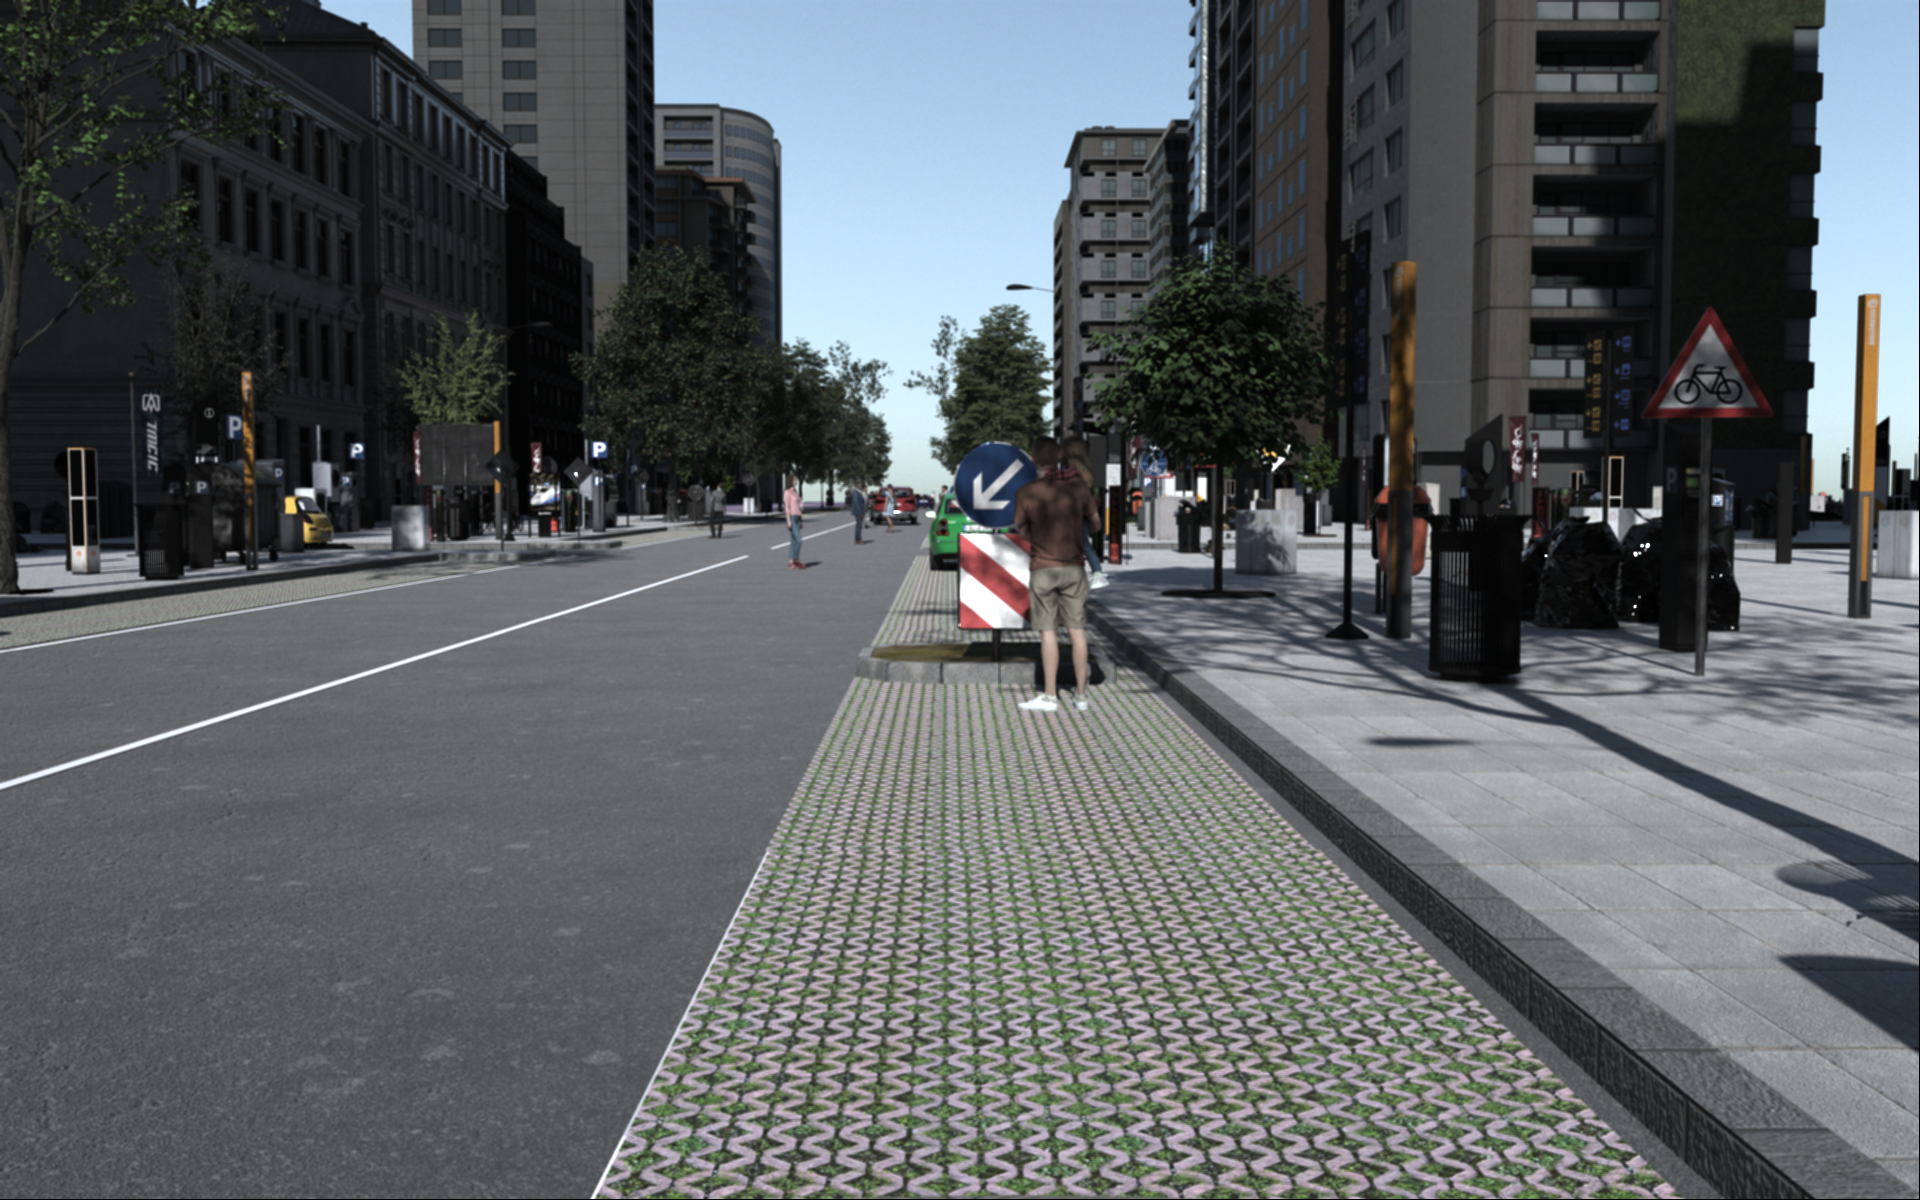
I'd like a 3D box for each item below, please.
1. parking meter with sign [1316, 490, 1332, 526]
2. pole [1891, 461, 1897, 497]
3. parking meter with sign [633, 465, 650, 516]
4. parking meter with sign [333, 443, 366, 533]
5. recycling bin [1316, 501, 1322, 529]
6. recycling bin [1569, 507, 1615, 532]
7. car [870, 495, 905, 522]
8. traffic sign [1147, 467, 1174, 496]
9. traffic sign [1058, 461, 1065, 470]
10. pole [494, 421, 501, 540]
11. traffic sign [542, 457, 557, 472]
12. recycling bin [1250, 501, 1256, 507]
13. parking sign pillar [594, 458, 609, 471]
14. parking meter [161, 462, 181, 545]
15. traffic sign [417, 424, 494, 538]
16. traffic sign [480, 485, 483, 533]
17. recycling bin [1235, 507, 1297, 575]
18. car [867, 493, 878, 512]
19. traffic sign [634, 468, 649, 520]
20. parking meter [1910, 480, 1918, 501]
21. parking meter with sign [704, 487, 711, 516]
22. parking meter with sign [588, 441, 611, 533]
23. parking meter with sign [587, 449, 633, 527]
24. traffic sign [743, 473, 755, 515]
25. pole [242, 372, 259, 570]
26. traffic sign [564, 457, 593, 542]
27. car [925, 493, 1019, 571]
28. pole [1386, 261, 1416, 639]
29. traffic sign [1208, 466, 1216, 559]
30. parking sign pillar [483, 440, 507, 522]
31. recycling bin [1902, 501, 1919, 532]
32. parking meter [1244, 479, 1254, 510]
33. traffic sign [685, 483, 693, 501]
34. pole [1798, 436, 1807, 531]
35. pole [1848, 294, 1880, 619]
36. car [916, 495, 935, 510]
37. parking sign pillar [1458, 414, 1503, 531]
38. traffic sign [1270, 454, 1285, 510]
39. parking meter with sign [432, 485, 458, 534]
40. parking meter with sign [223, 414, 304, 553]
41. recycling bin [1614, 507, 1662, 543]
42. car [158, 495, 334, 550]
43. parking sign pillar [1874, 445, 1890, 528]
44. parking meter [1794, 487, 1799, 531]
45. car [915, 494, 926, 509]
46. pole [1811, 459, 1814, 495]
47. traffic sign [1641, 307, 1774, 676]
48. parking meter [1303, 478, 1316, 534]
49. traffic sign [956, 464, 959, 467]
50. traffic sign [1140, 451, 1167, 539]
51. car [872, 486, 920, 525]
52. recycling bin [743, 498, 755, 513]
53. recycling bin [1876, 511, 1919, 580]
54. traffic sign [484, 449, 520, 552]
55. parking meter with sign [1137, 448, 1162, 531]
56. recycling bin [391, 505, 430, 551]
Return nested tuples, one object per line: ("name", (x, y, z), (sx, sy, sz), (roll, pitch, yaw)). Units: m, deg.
("parking meter with sign", (14.637, -4.522, 70.189), (0.543, 3.016, 1.738), (-1, 4, -9))
("pole", (57.552, -6.906, 106.748), (0.158, 3.312, 0.155), (0, 3, 0))
("parking meter with sign", (-19.094, -6.556, 103.445), (0.543, 3.016, 1.738), (-3, 4, -38))
("parking meter with sign", (-20.562, -3.792, 58.253), (0.543, 3.016, 1.738), (0, 4, 2))
("recycling bin", (13.101, -3.187, 64.659), (0.722, 1.027, 0.722), (1, 4, 23))
("recycling bin", (12.089, -1.251, 33.007), (0.722, 1.027, 0.722), (0, 4, -4))
("car", (-3.783, -4.840, 90.937), (2.131, 1.459, 4.920), (0, 4, -1))
("traffic sign", (6.740, -3.563, 58.257), (0.884, 2.594, 0.081), (0, 4, 8))
("traffic sign", (3.830, -3.997, 65.458), (0.768, 2.556, 0.104), (0, 4, 1))
("pole", (-12.926, -3.342, 48.485), (0.158, 3.312, 0.155), (0, 3, 0))
("traffic sign", (-14.126, -3.610, 59.133), (0.768, 2.556, 0.104), (0, 4, 2))
("recycling bin", (11.106, -3.127, 63.679), (0.722, 1.027, 0.722), (2, 4, 26))
("parking sign pillar", (-22.420, -7.366, 108.902), (1.447, 3.967, 1.447), (2, 4, 28))
("parking meter", (-14.068, -1.547, 31.005), (0.399, 1.863, 0.255), (-2, 4, -25))
("traffic sign", (-14.657, -3.451, 50.302), (2.265, 3.308, 0.079), (0, 4, 6))
("traffic sign", (-15.330, -3.385, 55.449), (0.768, 2.556, 0.104), (0, 4, 5))
("recycling bin", (4.910, -0.931, 27.777), (0.722, 1.027, 0.722), (-3, 5, -40))
("car", (-6.724, -7.771, 136.088), (2.155, 1.783, 4.494), (0, 4, 1))
("traffic sign", (-15.607, -5.184, 84.859), (0.768, 2.556, 0.104), (0, 4, 8))
("parking meter", (39.582, -4.041, 71.782), (0.399, 1.863, 0.255), (-2, 4, -30))
("parking meter with sign", (-15.117, -6.585, 103.932), (0.543, 3.016, 1.738), (-1, 4, -22))
("parking meter with sign", (-12.120, -3.788, 58.196), (0.543, 3.016, 1.738), (-1, 4, -13))
("parking meter with sign", (-13.742, -4.347, 67.333), (1.738, 3.016, 0.543), (0, 4, 3))
("traffic sign", (-12.733, -6.381, 104.436), (0.768, 2.556, 0.104), (0, 4, 3))
("pole", (-11.908, -2.153, 29.047), (0.158, 3.312, 0.155), (0, 3, 0))
("traffic sign", (-10.234, -2.620, 46.479), (0.795, 2.450, 0.064), (0, 4, 0))
("car", (0.298, -1.519, 33.629), (1.959, 1.807, 4.718), (0, 4, -1))
("pole", (3.904, -1.314, 15.321), (0.158, 3.312, 0.155), (0, 3, 0))
("traffic sign", (5.024, -2.099, 34.315), (0.884, 2.594, 0.081), (0, 4, 5))
("parking sign pillar", (-21.078, -5.542, 79.090), (1.447, 3.967, 1.447), (1, 4, 11))
("recycling bin", (35.255, -3.121, 63.576), (0.722, 1.027, 0.722), (0, 4, -2))
("parking meter", (11.134, -3.731, 66.719), (0.255, 1.863, 0.399), (-1, 4, -18))
("traffic sign", (-14.733, -5.827, 95.278), (0.884, 2.594, 0.081), (0, 4, 7))
("pole", (29.428, -4.076, 60.485), (0.158, 3.312, 0.155), (0, 3, 0))
("pole", (9.302, -1.466, 17.817), (0.158, 3.312, 0.155), (0, 3, 0))
("car", (-3.344, -9.121, 161.707), (1.945, 1.354, 3.894), (0, 4, 1))
("parking sign pillar", (17.552, -4.272, 58.326), (1.447, 3.967, 1.447), (-1, 4, -12))
("traffic sign", (5.259, -1.717, 29.251), (0.795, 2.450, 0.064), (0, 4, 4))
("parking meter with sign", (-16.726, -3.653, 55.984), (0.543, 3.016, 1.738), (1, 4, 18))
("parking meter with sign", (-15.199, -2.548, 37.928), (1.738, 3.016, 0.543), (1, 4, 18))
("recycling bin", (11.945, -1.076, 30.146), (0.722, 1.027, 0.722), (0, 4, -5))
("car", (-17.386, -1.952, 42.135), (3.980, 1.641, 2.015), (0, 4, 1))
("parking sign pillar", (34.629, -4.712, 65.516), (1.447, 3.967, 1.447), (0, 4, 2))
("parking meter", (27.610, -3.002, 57.487), (0.372, 1.533, 0.369), (0, 3, 0))
("car", (-4.199, -9.969, 173.223), (2.015, 1.641, 3.980), (0, 4, -1))
("pole", (49.440, -6.529, 100.595), (0.158, 3.312, 0.155), (0, 3, 0))
("traffic sign", (5.216, -0.742, 12.140), (0.884, 2.594, 0.081), (0, 4, 7))
("parking meter", (11.204, -3.046, 55.513), (0.399, 1.863, 0.255), (1, 4, 22))
("traffic sign", (0.314, -2.135, 38.544), (0.795, 2.450, 0.064), (0, 4, 0))
("traffic sign", (5.568, -3.042, 49.836), (0.768, 2.556, 0.104), (0, 4, 6))
("car", (-3.027, -4.453, 81.476), (2.281, 1.827, 5.304), (0, 4, -1))
("recycling bin", (-14.000, -6.273, 115.117), (0.722, 1.027, 0.722), (0, 4, -1))
("recycling bin", (14.453, -0.838, 26.249), (0.722, 1.027, 0.722), (-1, 4, -15))
("traffic sign", (-10.180, -2.132, 38.494), (0.795, 2.450, 0.064), (0, 4, 0))
("parking meter with sign", (6.687, -3.980, 61.340), (0.543, 3.016, 1.738), (1, 4, 19))
("recycling bin", (-12.382, -1.621, 39.051), (0.722, 1.027, 0.722), (0, 4, -7))
